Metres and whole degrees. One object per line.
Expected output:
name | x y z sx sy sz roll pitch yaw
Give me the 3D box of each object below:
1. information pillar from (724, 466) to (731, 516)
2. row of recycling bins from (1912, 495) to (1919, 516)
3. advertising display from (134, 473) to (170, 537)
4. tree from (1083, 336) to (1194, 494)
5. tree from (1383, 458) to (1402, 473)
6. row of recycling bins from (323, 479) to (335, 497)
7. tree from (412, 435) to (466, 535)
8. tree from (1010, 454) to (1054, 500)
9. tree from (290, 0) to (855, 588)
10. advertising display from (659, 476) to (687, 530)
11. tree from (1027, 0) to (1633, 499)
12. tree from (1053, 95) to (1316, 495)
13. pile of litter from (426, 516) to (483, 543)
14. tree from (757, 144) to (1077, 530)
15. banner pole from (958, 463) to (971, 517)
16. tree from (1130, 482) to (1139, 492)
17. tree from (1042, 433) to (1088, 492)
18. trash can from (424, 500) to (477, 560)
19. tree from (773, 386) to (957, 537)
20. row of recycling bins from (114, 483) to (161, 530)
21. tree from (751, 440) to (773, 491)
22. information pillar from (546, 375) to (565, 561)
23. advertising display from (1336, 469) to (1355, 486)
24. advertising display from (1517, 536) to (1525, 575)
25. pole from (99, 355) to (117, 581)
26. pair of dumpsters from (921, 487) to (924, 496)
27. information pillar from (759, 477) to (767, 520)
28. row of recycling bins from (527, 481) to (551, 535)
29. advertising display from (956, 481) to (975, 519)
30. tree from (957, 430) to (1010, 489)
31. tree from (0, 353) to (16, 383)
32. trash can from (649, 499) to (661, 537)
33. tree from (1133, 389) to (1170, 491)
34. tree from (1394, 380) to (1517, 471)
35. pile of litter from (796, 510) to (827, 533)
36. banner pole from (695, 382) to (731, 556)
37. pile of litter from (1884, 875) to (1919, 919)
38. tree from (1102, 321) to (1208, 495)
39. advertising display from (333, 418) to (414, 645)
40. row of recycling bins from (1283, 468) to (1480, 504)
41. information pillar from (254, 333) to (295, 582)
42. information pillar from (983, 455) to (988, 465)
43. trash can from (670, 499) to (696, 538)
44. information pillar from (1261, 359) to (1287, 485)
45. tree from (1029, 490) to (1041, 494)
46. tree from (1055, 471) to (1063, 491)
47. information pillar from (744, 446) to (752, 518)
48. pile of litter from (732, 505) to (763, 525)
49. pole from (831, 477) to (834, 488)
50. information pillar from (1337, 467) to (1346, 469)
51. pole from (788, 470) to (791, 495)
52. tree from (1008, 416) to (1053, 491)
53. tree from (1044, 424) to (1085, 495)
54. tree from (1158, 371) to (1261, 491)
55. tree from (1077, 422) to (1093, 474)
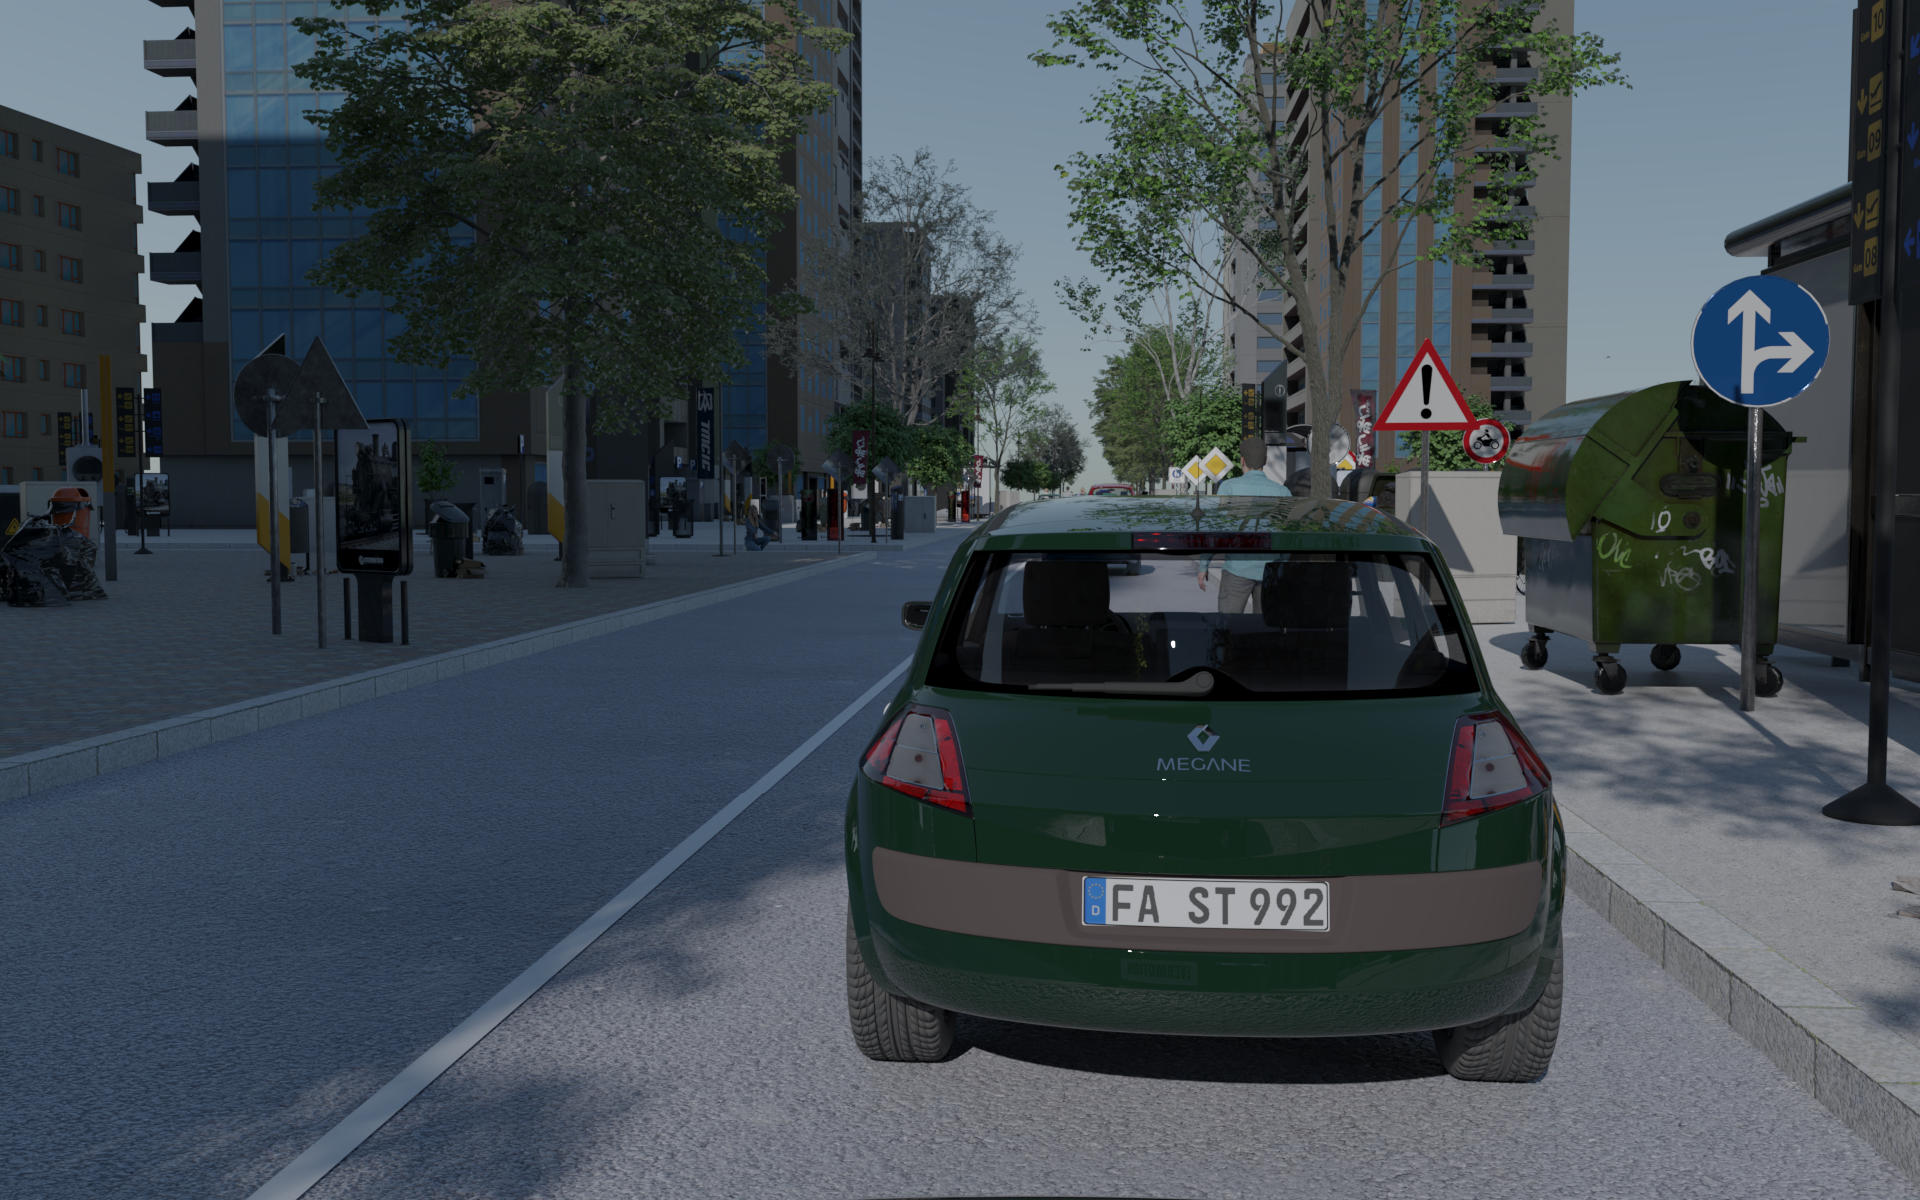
information pillar | -13.642 -6.742 101.593 0.183 3.616 0.504 2 4 28
row of recycling bins | 13.851 -0.985 23.222 1.069 1.692 3.534 0 4 6
advertising display | -24.378 -2.878 52.274 0.974 1.923 0.123 -2 4 -28
tree | 14.463 -14.126 137.609 9.857 13.997 8.962 0 3 0
tree | 23.298 -6.011 92.881 1.663 3.219 1.824 0 3 0
row of recycling bins | -16.296 -2.439 46.991 3.534 1.692 1.069 3 5 45
tree | -16.731 -3.670 54.610 1.663 3.219 1.824 0 3 0
tree | 4.681 -9.475 138.628 4.285 4.588 4.351 0 3 0
tree | -5.365 -6.475 23.995 7.486 12.596 7.792 0 3 0
advertising display | -10.249 -3.467 61.891 0.974 1.923 0.123 0 4 -6
tree | 4.656 -5.889 22.033 9.928 11.665 9.643 0 3 0
tree | 10.660 -13.786 81.295 12.611 20.169 13.585 0 3 0
pile of litter | -13.276 -1.958 45.978 1.719 0.858 1.176 1 4 17
tree | -1.982 -9.241 61.453 12.009 13.543 11.850 0 3 0
banner pole | 0.292 -6.641 98.597 0.863 3.779 0.401 2 4 24
tree | 24.404 -15.384 246.125 1.663 3.219 1.824 0 3 0
tree | 15.368 -19.891 259.626 8.767 10.594 7.601 1 4 16
trash can | -8.307 -1.027 28.437 0.748 1.137 0.748 0 3 0
tree | -2.793 -4.205 52.459 4.285 4.588 4.351 0 3 0
row of recycling bins | -30.113 -3.488 64.136 1.069 1.692 3.534 1 4 18
tree | -10.518 -7.045 98.891 4.285 4.588 4.351 0 3 0
information pillar | -7.662 -2.554 33.115 0.183 3.616 0.504 3 5 42
advertising display | 10.108 -2.397 44.411 0.974 1.923 0.123 2 4 28
advertising display | 8.971 -1.370 27.612 0.123 1.923 0.974 0 4 -1
pole | -12.556 -1.938 25.526 0.158 3.312 0.155 0 3 0
pair of dumpsters | -2.800 -5.289 88.963 1.574 2.255 4.437 0 4 5
information pillar | -8.635 -4.362 75.805 0.304 2.012 0.304 -1 4 -16
row of recycling bins | -11.996 -2.949 55.336 3.534 1.692 1.069 -1 4 -21
advertising display | 0.296 -5.062 87.984 0.974 1.923 0.123 1 4 16
tree | -0.955 -5.324 70.763 4.285 4.588 4.351 0 3 0
tree | -5.832 -0.848 8.472 1.663 3.219 1.824 0 3 0
trash can | -9.297 -2.457 51.833 0.748 1.137 0.748 0 3 0
tree | 13.701 -10.516 122.295 4.737 8.622 4.395 0 3 0
tree | 14.399 -4.076 50.355 4.285 4.588 4.351 0 3 0
pile of litter | -4.942 -2.706 58.201 1.176 0.858 1.719 1 4 21
banner pole | -5.125 -2.799 35.783 0.863 3.779 0.401 2 4 31
pile of litter | 3.744 0.533 5.248 1.719 0.858 1.176 2 4 23
tree | 13.174 -11.999 114.316 7.486 12.596 7.792 0 3 0
advertising display | -5.068 -0.597 14.969 0.974 1.923 0.123 3 4 38
row of recycling bins | 6.818 -1.239 27.367 3.534 1.692 1.069 -1 4 -13
information pillar | -9.990 -2.068 25.168 0.183 3.616 0.504 3 4 39
information pillar | 1.446 -6.936 104.762 0.504 3.616 0.183 0 4 8
trash can | -8.053 -2.367 50.350 0.748 1.137 0.748 0 3 0
information pillar | 5.442 -2.364 30.005 0.504 3.616 0.183 -1 4 -23
tree | 7.259 -10.485 166.023 1.663 3.219 1.824 0 3 0
tree | 6.154 -9.926 145.996 4.285 4.588 4.351 0 3 0
information pillar | -10.253 -5.654 83.793 0.183 3.616 0.504 -3 5 -44
pile of litter | -8.858 -3.543 71.890 1.176 0.858 1.719 3 4 37
pole | -6.650 -5.897 90.255 0.158 3.312 0.155 0 3 0
information pillar | 10.263 -2.603 47.055 0.304 2.012 0.304 2 4 33
pole | -9.201 -6.095 93.499 0.158 3.312 0.155 0 3 0
tree | 6.362 -12.377 152.733 4.360 8.622 3.978 0 3 0
tree | 16.323 -21.789 274.378 7.486 12.596 7.792 0 3 0
tree | 6.967 -3.839 46.483 4.285 4.588 4.351 0 3 0
tree | 12.308 -19.409 227.707 12.009 13.543 11.850 0 3 0
